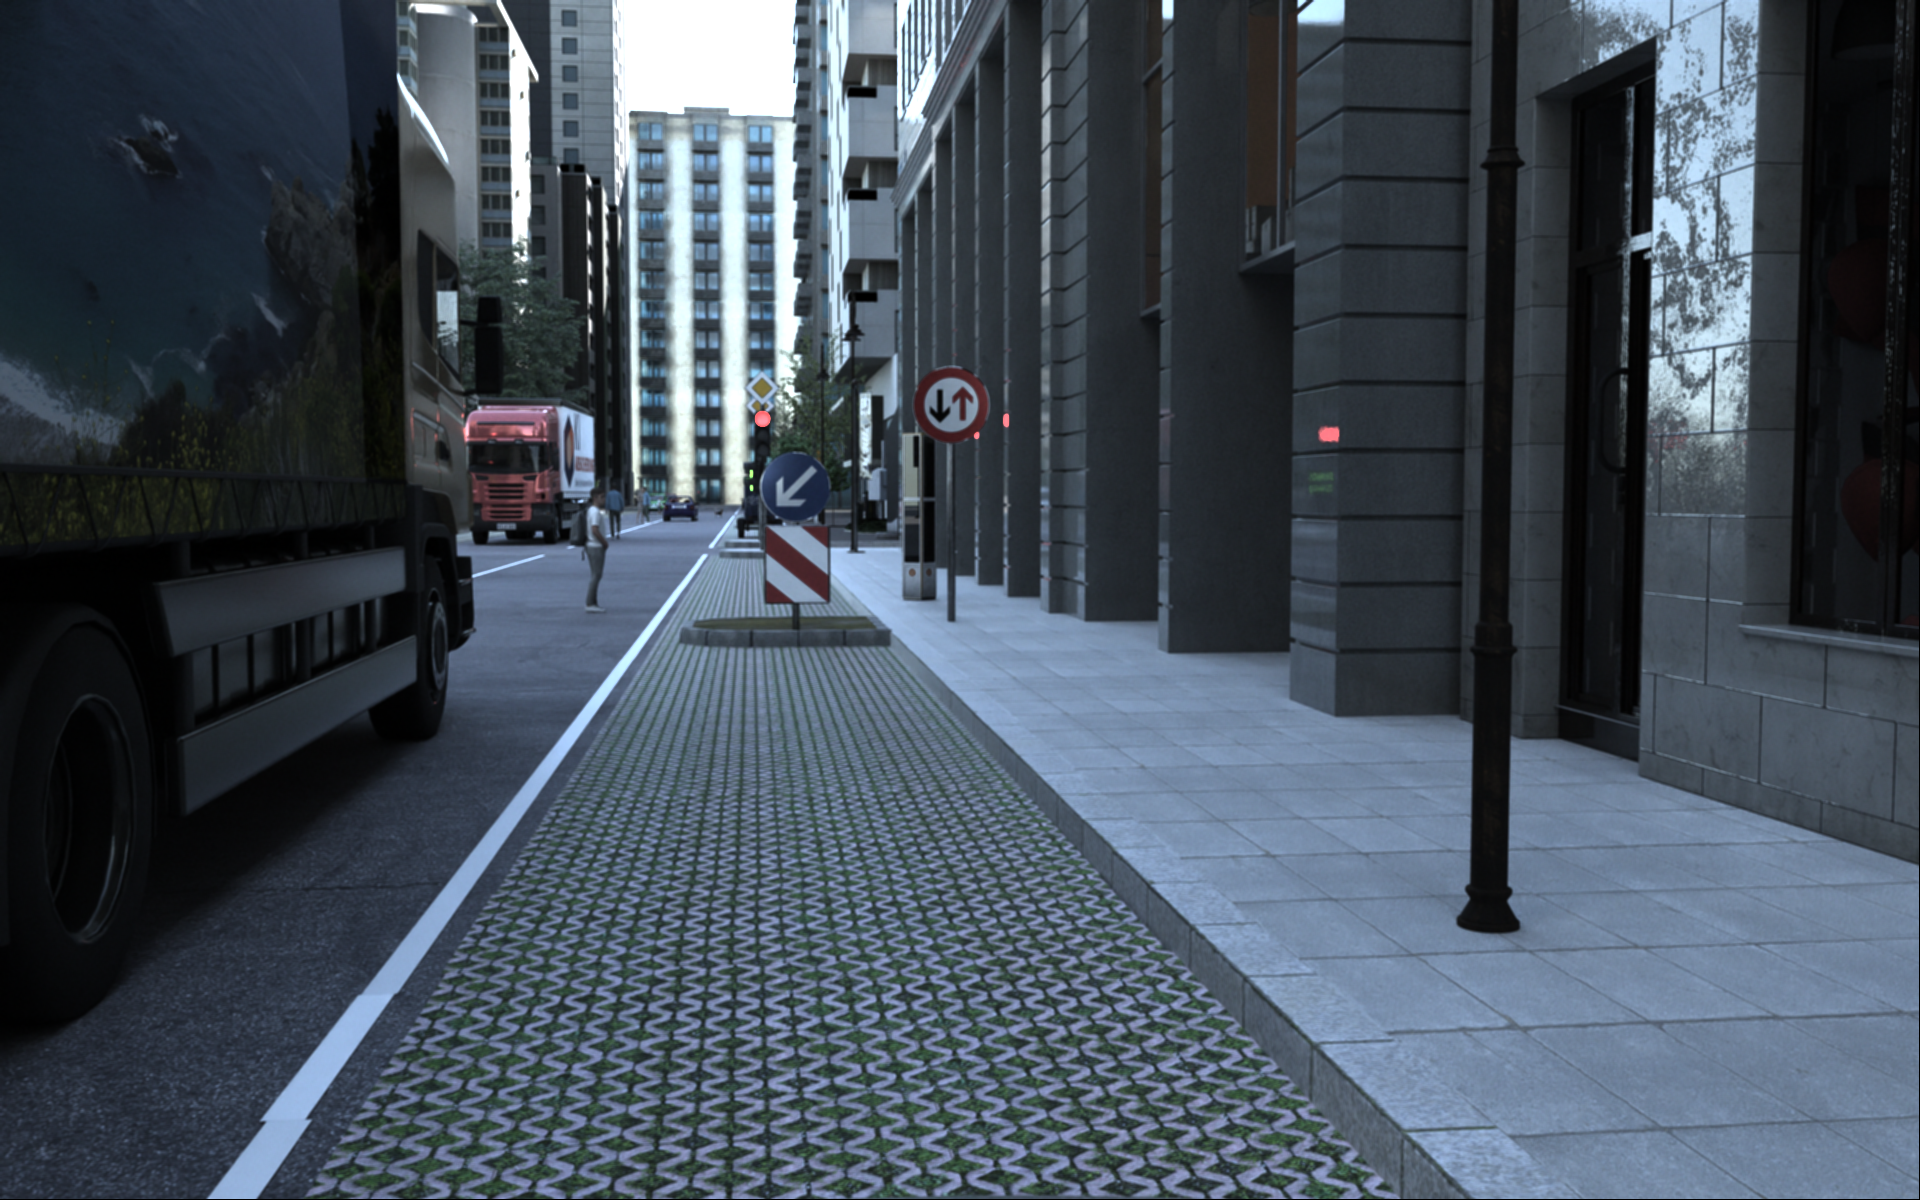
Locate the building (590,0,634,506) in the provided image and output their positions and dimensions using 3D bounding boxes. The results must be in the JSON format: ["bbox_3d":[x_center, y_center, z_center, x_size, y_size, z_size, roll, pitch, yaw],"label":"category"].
[{"bbox_3d":[-45.873,-45.514,182.401,20.611,71.187,20.563,0,4,-7],"label":"building"}]

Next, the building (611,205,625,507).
[{"bbox_3d":[-39.749,-24.061,165.097,14.160,30.474,14.107,0,4,-7],"label":"building"}]

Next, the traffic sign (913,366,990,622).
[{"bbox_3d":[-0.085,-1.056,17.373,0.768,2.556,0.104,0,4,2],"label":"traffic sign"}]

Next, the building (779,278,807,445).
[{"bbox_3d":[-7.653,-53.122,181.213,22.319,86.520,31.000,0,4,-7],"label":"building"}]

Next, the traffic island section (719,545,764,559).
[{"bbox_3d":[-4.480,-1.063,39.661,2.009,0.180,2.903,0,4,-7],"label":"traffic island section"}]

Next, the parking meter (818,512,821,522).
[{"bbox_3d":[-6.511,-4.361,79.714,0.372,1.533,0.369,0,3,0],"label":"parking meter"}]

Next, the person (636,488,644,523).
[{"bbox_3d":[-15.550,-4.633,84.592,0.599,1.781,0.374,-2,4,-28],"label":"person"}]

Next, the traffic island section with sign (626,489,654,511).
[{"bbox_3d":[-27.450,-8.524,147.989,1.989,1.847,2.006,0,4,-7],"label":"traffic island section with sign"}]

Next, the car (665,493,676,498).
[{"bbox_3d":[-24.698,-8.415,146.620,2.155,1.783,4.494,-1,4,-9],"label":"car"}]

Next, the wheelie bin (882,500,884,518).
[{"bbox_3d":[-3.272,-4.394,79.754,0.980,1.594,0.693,1,4,19],"label":"wheelie bin"}]

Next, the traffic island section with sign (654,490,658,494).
[{"bbox_3d":[-30.689,-10.160,174.750,1.989,1.847,2.006,0,4,-7],"label":"traffic island section with sign"}]

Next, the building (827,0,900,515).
[{"bbox_3d":[6.057,-31.493,104.153,28.713,52.752,27.495,0,4,-7],"label":"building"}]

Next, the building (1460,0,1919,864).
[{"bbox_3d":[9.005,-8.977,1.522,10.420,20.320,16.860,0,4,-7],"label":"building"}]

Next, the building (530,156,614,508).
[{"bbox_3d":[-38.259,-23.168,150.495,14.160,30.474,14.107,0,4,-7],"label":"building"}]

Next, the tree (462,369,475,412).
[{"bbox_3d":[-29.088,-9.102,99.173,4.360,8.622,3.978,0,3,0],"label":"tree"}]

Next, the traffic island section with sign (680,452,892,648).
[{"bbox_3d":[-1.738,-0.514,17.032,1.989,1.847,2.006,0,4,-7],"label":"traffic island section with sign"}]

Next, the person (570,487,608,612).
[{"bbox_3d":[-4.444,-0.609,21.048,0.503,1.515,0.523,2,4,34],"label":"person"}]

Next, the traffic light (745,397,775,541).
[{"bbox_3d":[-5.481,-3.581,47.469,0.839,4.253,0.868,0,4,-7],"label":"traffic light"}]

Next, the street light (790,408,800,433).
[{"bbox_3d":[-8.290,-7.003,87.285,0.468,5.910,1.993,0,4,-7],"label":"street light"}]

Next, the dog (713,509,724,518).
[{"bbox_3d":[-14.771,-5.298,105.903,0.406,0.507,0.540,2,4,35],"label":"dog"}]

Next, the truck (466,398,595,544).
[{"bbox_3d":[-13.055,-3.917,52.949,2.839,4.237,11.283,0,4,-5],"label":"truck"}]

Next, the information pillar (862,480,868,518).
[{"bbox_3d":[-4.380,-4.671,80.865,0.304,2.012,0.304,1,4,21],"label":"information pillar"}]

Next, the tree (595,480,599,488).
[{"bbox_3d":[-27.541,-8.221,129.009,1.663,3.219,1.824,0,3,0],"label":"tree"}]

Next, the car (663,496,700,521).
[{"bbox_3d":[-14.849,-4.863,92.091,1.945,1.354,3.894,0,4,-7],"label":"car"}]

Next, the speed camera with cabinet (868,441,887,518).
[{"bbox_3d":[-2.627,-4.305,64.724,0.660,3.252,2.038,2,4,32],"label":"speed camera with cabinet"}]

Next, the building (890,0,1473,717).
[{"bbox_3d":[5.732,-15.095,24.297,11.434,29.767,29.804,0,4,-7],"label":"building"}]

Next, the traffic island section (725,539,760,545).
[{"bbox_3d":[-5.440,-1.548,47.588,2.009,0.180,2.903,0,4,-7],"label":"traffic island section"}]

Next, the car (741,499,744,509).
[{"bbox_3d":[-20.249,-9.497,167.855,1.945,1.354,3.894,0,4,-7],"label":"car"}]

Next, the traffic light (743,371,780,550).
[{"bbox_3d":[-4.521,-3.096,39.542,0.839,4.253,0.868,0,4,-7],"label":"traffic light"}]

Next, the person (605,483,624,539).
[{"bbox_3d":[-10.904,-2.803,54.666,0.601,1.785,0.444,-1,4,-18],"label":"person"}]

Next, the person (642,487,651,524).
[{"bbox_3d":[-15.067,-4.553,83.286,0.444,1.785,0.601,-2,4,-23],"label":"person"}]

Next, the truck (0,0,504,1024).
[{"bbox_3d":[-3.802,-1.082,6.608,2.839,4.237,11.283,0,4,-7],"label":"truck"}]

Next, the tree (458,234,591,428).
[{"bbox_3d":[-22.865,-10.867,84.323,9.857,13.997,8.962,0,3,0],"label":"tree"}]

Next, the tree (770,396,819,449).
[{"bbox_3d":[-12.373,-10.783,126.668,4.360,8.622,3.978,0,3,0],"label":"tree"}]

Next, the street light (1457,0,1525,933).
[{"bbox_3d":[1.569,-1.968,4.965,0.468,5.910,1.993,0,4,-7],"label":"street light"}]

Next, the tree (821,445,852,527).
[{"bbox_3d":[-5.064,-4.475,67.765,1.663,3.219,1.824,0,3,0],"label":"tree"}]

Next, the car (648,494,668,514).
[{"bbox_3d":[-21.884,-7.097,124.825,1.959,1.807,4.718,0,4,-5],"label":"car"}]

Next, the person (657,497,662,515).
[{"bbox_3d":[-20.145,-6.294,116.088,0.352,1.250,0.332,0,4,6],"label":"person"}]

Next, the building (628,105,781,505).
[{"bbox_3d":[-31.485,-36.514,216.612,30.456,49.044,23.786,0,4,-7],"label":"building"}]

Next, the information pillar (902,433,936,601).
[{"bbox_3d":[-0.490,-1.007,20.953,0.304,2.012,0.304,3,4,36],"label":"information pillar"}]

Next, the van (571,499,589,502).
[{"bbox_3d":[-21.123,-5.317,93.946,2.013,2.044,4.112,0,4,-8],"label":"van"}]

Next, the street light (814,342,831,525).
[{"bbox_3d":[-4.198,-4.901,52.924,0.468,5.910,1.993,0,4,-7],"label":"street light"}]

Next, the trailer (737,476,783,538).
[{"bbox_3d":[-6.626,-3.065,57.160,1.471,1.999,3.904,0,4,-8],"label":"trailer"}]

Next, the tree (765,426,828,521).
[{"bbox_3d":[-7.731,-6.102,83.482,4.285,4.588,4.351,0,3,0],"label":"tree"}]

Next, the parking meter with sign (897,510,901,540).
[{"bbox_3d":[-0.896,-3.175,48.175,1.738,3.016,0.543,1,4,21],"label":"parking meter with sign"}]

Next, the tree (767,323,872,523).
[{"bbox_3d":[-6.059,-7.662,75.636,4.737,8.622,4.395,0,3,0],"label":"tree"}]

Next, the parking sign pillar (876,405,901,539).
[{"bbox_3d":[-1.710,-3.751,49.794,1.447,3.967,1.447,-1,4,-21],"label":"parking sign pillar"}]

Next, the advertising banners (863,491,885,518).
[{"bbox_3d":[-2.765,-4.374,67.708,2.074,3.025,0.090,-1,4,-13],"label":"advertising banners"}]

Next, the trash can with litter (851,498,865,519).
[{"bbox_3d":[-4.121,-3.825,73.919,1.055,1.170,0.624,2,4,25],"label":"trash can with litter"}]

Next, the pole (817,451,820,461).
[{"bbox_3d":[-6.616,-5.342,81.185,0.158,3.312,0.155,0,3,0],"label":"pole"}]

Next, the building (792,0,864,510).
[{"bbox_3d":[-3.240,-32.515,151.228,23.786,49.044,30.456,0,4,-7],"label":"building"}]

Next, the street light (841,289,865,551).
[{"bbox_3d":[-2.419,-4.062,39.194,0.468,5.910,1.993,0,4,-7],"label":"street light"}]

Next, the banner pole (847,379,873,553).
[{"bbox_3d":[-2.140,-2.912,37.631,0.401,3.779,0.863,-3,4,-37],"label":"banner pole"}]

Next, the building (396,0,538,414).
[{"bbox_3d":[-45.511,-26.806,130.160,32.217,40.220,23.993,0,4,-7],"label":"building"}]
